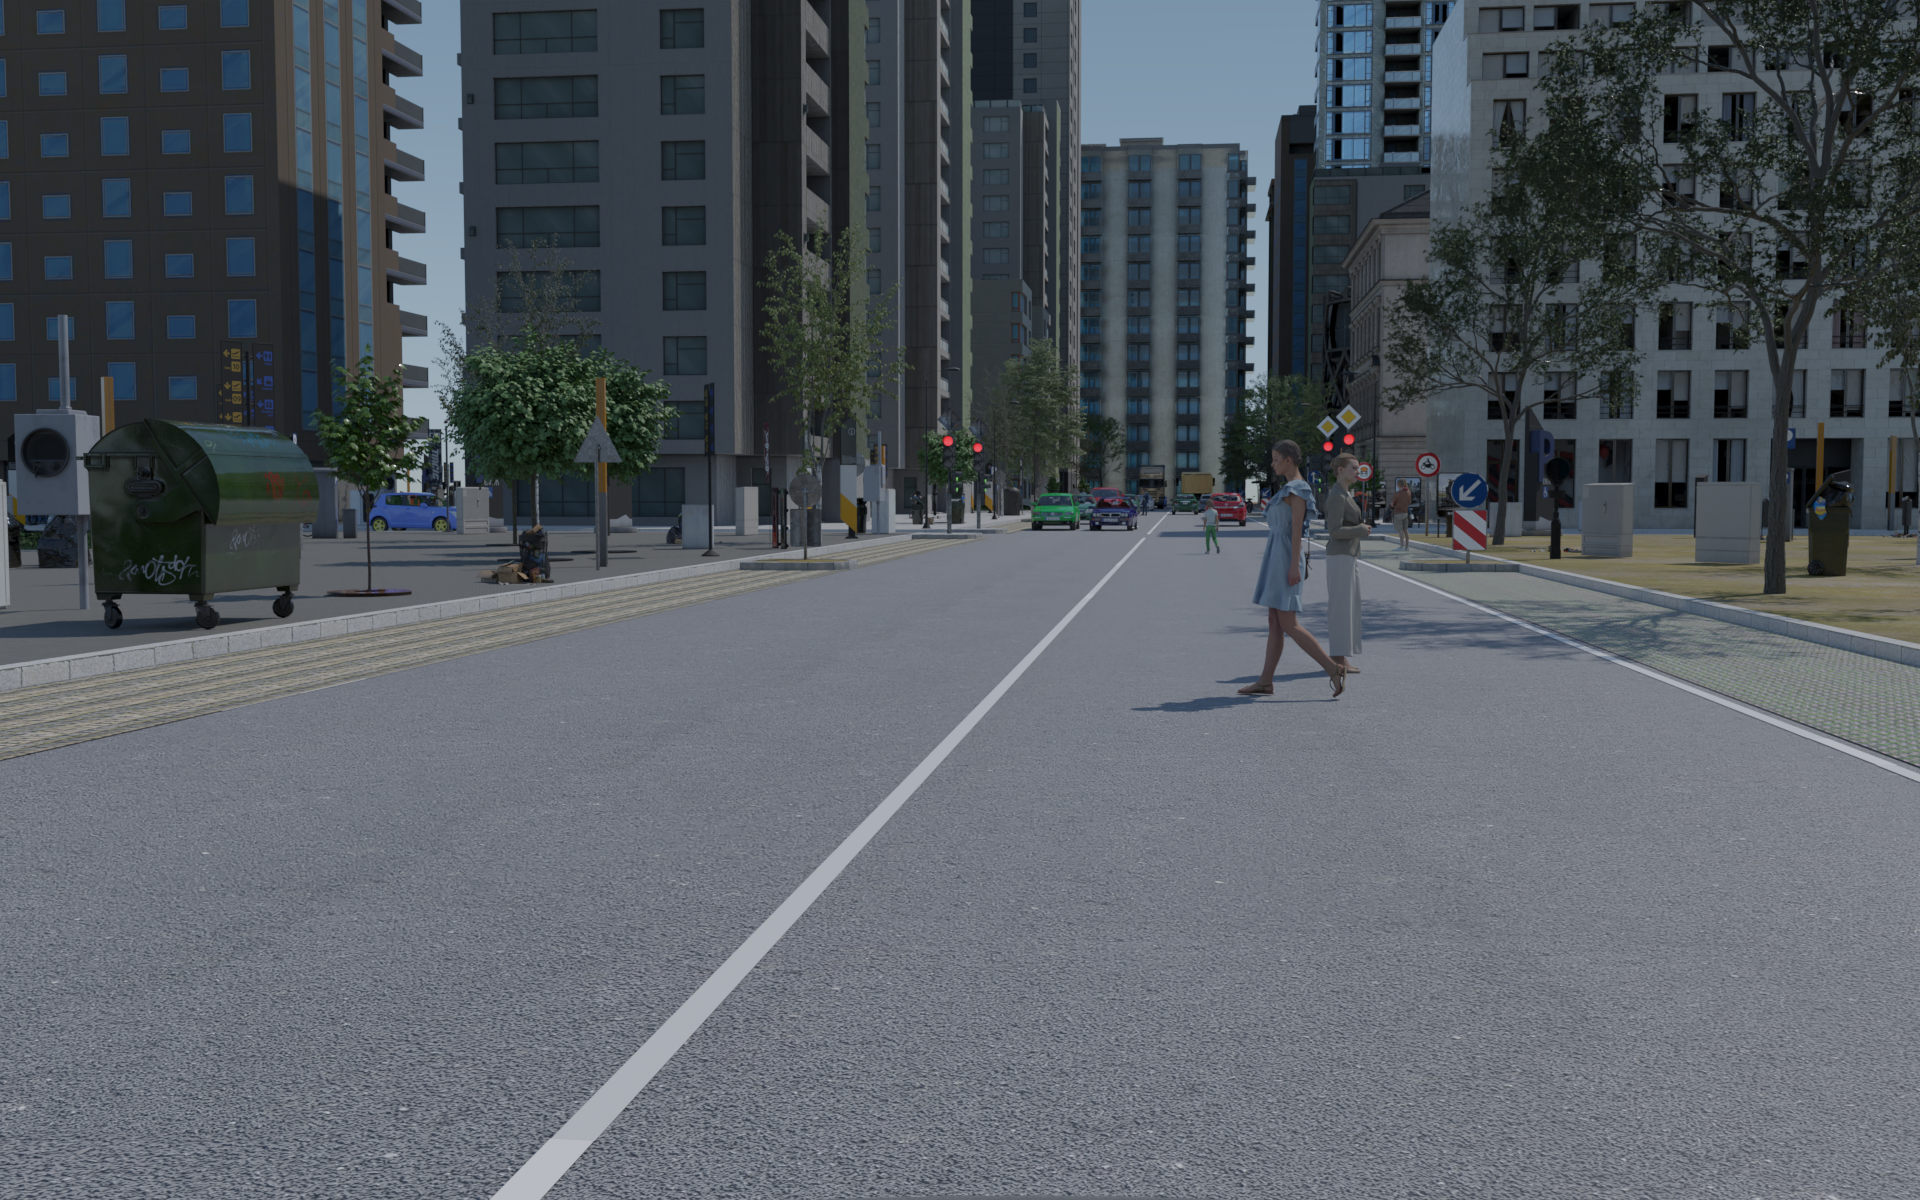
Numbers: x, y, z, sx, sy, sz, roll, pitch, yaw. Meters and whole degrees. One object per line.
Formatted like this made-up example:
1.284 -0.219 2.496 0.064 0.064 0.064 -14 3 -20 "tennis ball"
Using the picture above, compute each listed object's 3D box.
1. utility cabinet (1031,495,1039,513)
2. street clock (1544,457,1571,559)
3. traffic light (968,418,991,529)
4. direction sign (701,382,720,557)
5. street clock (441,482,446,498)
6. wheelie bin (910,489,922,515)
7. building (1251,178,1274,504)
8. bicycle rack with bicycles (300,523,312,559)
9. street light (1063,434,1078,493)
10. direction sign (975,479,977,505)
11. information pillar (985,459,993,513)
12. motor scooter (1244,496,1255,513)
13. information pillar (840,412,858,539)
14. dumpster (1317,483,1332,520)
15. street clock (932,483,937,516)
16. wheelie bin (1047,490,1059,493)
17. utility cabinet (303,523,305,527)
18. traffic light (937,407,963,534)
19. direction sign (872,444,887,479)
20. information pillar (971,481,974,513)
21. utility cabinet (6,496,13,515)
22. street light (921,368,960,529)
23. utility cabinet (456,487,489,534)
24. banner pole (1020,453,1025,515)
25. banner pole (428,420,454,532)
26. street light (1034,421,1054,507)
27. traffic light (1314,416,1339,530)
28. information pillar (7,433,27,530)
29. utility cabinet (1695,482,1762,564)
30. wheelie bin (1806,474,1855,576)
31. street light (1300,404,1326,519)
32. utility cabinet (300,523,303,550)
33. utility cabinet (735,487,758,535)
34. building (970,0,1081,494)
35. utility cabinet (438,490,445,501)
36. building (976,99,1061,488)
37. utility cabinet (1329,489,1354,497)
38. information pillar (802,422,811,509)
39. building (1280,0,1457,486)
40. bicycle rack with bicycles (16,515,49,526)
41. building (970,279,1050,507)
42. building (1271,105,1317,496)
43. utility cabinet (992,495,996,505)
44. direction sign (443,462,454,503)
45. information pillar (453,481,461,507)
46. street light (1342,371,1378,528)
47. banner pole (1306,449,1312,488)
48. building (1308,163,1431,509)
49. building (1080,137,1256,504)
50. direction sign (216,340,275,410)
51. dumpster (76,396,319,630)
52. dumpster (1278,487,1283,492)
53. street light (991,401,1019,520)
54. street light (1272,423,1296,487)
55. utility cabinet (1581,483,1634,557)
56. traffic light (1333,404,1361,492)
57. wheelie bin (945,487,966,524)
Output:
4.955 -6.315 114.411 0.306 1.237 1.020 -1 4 -14 "utility cabinet"
11.772 -1.811 34.188 0.471 2.002 0.358 1 4 10 "street clock"
0.707 -4.579 63.794 0.839 4.253 0.868 0 4 7 "traffic light"
-5.144 -2.668 35.616 0.379 3.537 0.876 -1 4 -20 "direction sign"
-30.368 -5.954 101.921 0.358 2.002 0.471 -1 4 -22 "street clock"
-2.540 -5.714 101.325 0.693 1.594 0.980 -1 4 -8 "wheelie bin"
53.724 -35.217 230.426 28.867 44.769 22.147 0 4 7 "building"
-13.947 -1.241 33.670 2.852 0.926 2.925 1 4 16 "bicycle rack with bicycles"
8.510 -9.849 133.565 1.470 5.913 1.316 0 4 7 "street light"
1.283 -8.937 138.114 0.379 3.537 0.876 0 4 6 "direction sign"
1.932 -7.574 115.184 0.504 3.616 0.183 1 4 16 "information pillar"
21.396 -7.045 127.955 0.815 1.314 1.986 0 4 6 "motor scooter"
-3.183 -3.562 49.600 0.504 3.616 0.183 -2 4 -25 "information pillar"
18.649 -4.978 87.145 1.264 1.857 1.865 0 4 7 "dumpster"
-1.502 -6.034 103.230 0.358 2.002 0.471 0 4 -2 "street clock"
7.300 -7.610 132.337 0.980 1.594 0.693 0 4 3 "wheelie bin"
-25.717 -3.435 67.323 0.306 1.237 1.020 -2 4 -29 "utility cabinet"
-0.327 -4.095 55.876 0.839 4.253 0.868 0 4 7 "traffic light"
-3.773 -5.535 82.495 0.379 3.537 0.876 1 4 9 "direction sign"
0.810 -7.553 114.845 0.183 3.616 0.504 1 4 10 "information pillar"
-32.284 -2.901 58.598 0.306 1.237 1.020 -3 4 -38 "utility cabinet"
-0.705 -5.586 63.868 1.470 5.913 1.316 0 4 7 "street light"
-15.545 -2.851 55.286 0.318 1.500 1.173 2 4 27 "utility cabinet"
3.783 -7.120 106.429 0.401 3.779 0.863 1 4 13 "banner pole"
-17.568 -4.191 58.542 0.863 3.779 0.401 0 4 1 "banner pole"
5.287 -8.410 110.052 1.470 5.913 1.316 0 4 7 "street light"
13.165 -4.481 62.190 0.839 4.253 0.868 0 4 7 "traffic light"
-32.880 -4.221 60.375 0.504 3.616 0.183 -2 4 -24 "information pillar"
14.109 -1.414 31.802 0.318 1.500 1.173 -2 4 -27 "utility cabinet"
13.713 -1.186 27.301 0.693 1.594 0.980 2 4 27 "wheelie bin"
18.164 -7.121 88.963 1.470 5.913 1.316 0 4 7 "street light"
-15.497 -1.862 39.127 1.173 1.500 0.318 -3 5 -43 "utility cabinet"
-6.633 -2.761 53.821 0.318 1.500 1.173 1 4 14 "utility cabinet"
3.175 -46.624 200.559 20.611 71.187 20.563 0 4 7 "building"
-25.249 -4.625 84.290 0.318 1.500 1.173 -1 4 -17 "utility cabinet"
2.603 -30.072 175.263 14.154 41.232 14.086 0 4 7 "building"
17.994 -4.469 81.745 1.173 1.500 0.318 3 5 41 "utility cabinet"
-4.931 -3.937 55.723 0.183 3.616 0.504 1 4 21 "information pillar"
44.905 -52.776 175.553 22.319 86.520 31.000 0 4 7 "building"
-38.393 -3.505 70.694 2.852 0.926 2.925 2 4 28 "bicycle rack with bicycles"
-6.831 -18.986 155.459 27.650 21.520 28.899 0 4 7 "building"
43.453 -33.617 199.748 14.600 45.320 14.200 0 4 7 "building"
2.427 -7.640 136.080 0.306 1.237 1.020 3 4 39 "utility cabinet"
-36.250 -8.004 122.855 0.876 3.537 0.379 1 4 23 "direction sign"
-27.335 -5.486 94.193 0.304 2.012 0.304 3 4 37 "information pillar"
15.161 -5.698 65.697 1.470 5.913 1.316 0 4 7 "street light"
19.371 -6.492 96.156 0.401 3.779 0.863 2 4 33 "banner pole"
38.240 -23.469 155.422 14.160 30.474 14.107 0 4 7 "building"
24.492 -37.670 235.507 30.456 49.044 23.786 0 4 7 "building"
-10.596 -2.071 25.855 0.379 3.537 0.876 2 4 33 "direction sign"
-7.517 -0.897 17.156 1.502 2.255 1.985 0 4 7 "dumpster"
23.546 -7.278 124.756 1.264 1.857 1.865 0 4 7 "dumpster"
2.271 -7.001 87.002 1.470 5.913 1.316 0 4 7 "street light"
21.330 -8.596 113.089 1.470 5.913 1.316 0 4 7 "street light"
13.135 -1.620 35.168 0.318 1.500 1.173 -1 4 -20 "utility cabinet"
12.131 -3.997 54.271 0.839 4.253 0.868 0 4 7 "traffic light"
-0.175 -4.054 74.197 0.980 1.594 0.693 1 4 19 "wheelie bin"
